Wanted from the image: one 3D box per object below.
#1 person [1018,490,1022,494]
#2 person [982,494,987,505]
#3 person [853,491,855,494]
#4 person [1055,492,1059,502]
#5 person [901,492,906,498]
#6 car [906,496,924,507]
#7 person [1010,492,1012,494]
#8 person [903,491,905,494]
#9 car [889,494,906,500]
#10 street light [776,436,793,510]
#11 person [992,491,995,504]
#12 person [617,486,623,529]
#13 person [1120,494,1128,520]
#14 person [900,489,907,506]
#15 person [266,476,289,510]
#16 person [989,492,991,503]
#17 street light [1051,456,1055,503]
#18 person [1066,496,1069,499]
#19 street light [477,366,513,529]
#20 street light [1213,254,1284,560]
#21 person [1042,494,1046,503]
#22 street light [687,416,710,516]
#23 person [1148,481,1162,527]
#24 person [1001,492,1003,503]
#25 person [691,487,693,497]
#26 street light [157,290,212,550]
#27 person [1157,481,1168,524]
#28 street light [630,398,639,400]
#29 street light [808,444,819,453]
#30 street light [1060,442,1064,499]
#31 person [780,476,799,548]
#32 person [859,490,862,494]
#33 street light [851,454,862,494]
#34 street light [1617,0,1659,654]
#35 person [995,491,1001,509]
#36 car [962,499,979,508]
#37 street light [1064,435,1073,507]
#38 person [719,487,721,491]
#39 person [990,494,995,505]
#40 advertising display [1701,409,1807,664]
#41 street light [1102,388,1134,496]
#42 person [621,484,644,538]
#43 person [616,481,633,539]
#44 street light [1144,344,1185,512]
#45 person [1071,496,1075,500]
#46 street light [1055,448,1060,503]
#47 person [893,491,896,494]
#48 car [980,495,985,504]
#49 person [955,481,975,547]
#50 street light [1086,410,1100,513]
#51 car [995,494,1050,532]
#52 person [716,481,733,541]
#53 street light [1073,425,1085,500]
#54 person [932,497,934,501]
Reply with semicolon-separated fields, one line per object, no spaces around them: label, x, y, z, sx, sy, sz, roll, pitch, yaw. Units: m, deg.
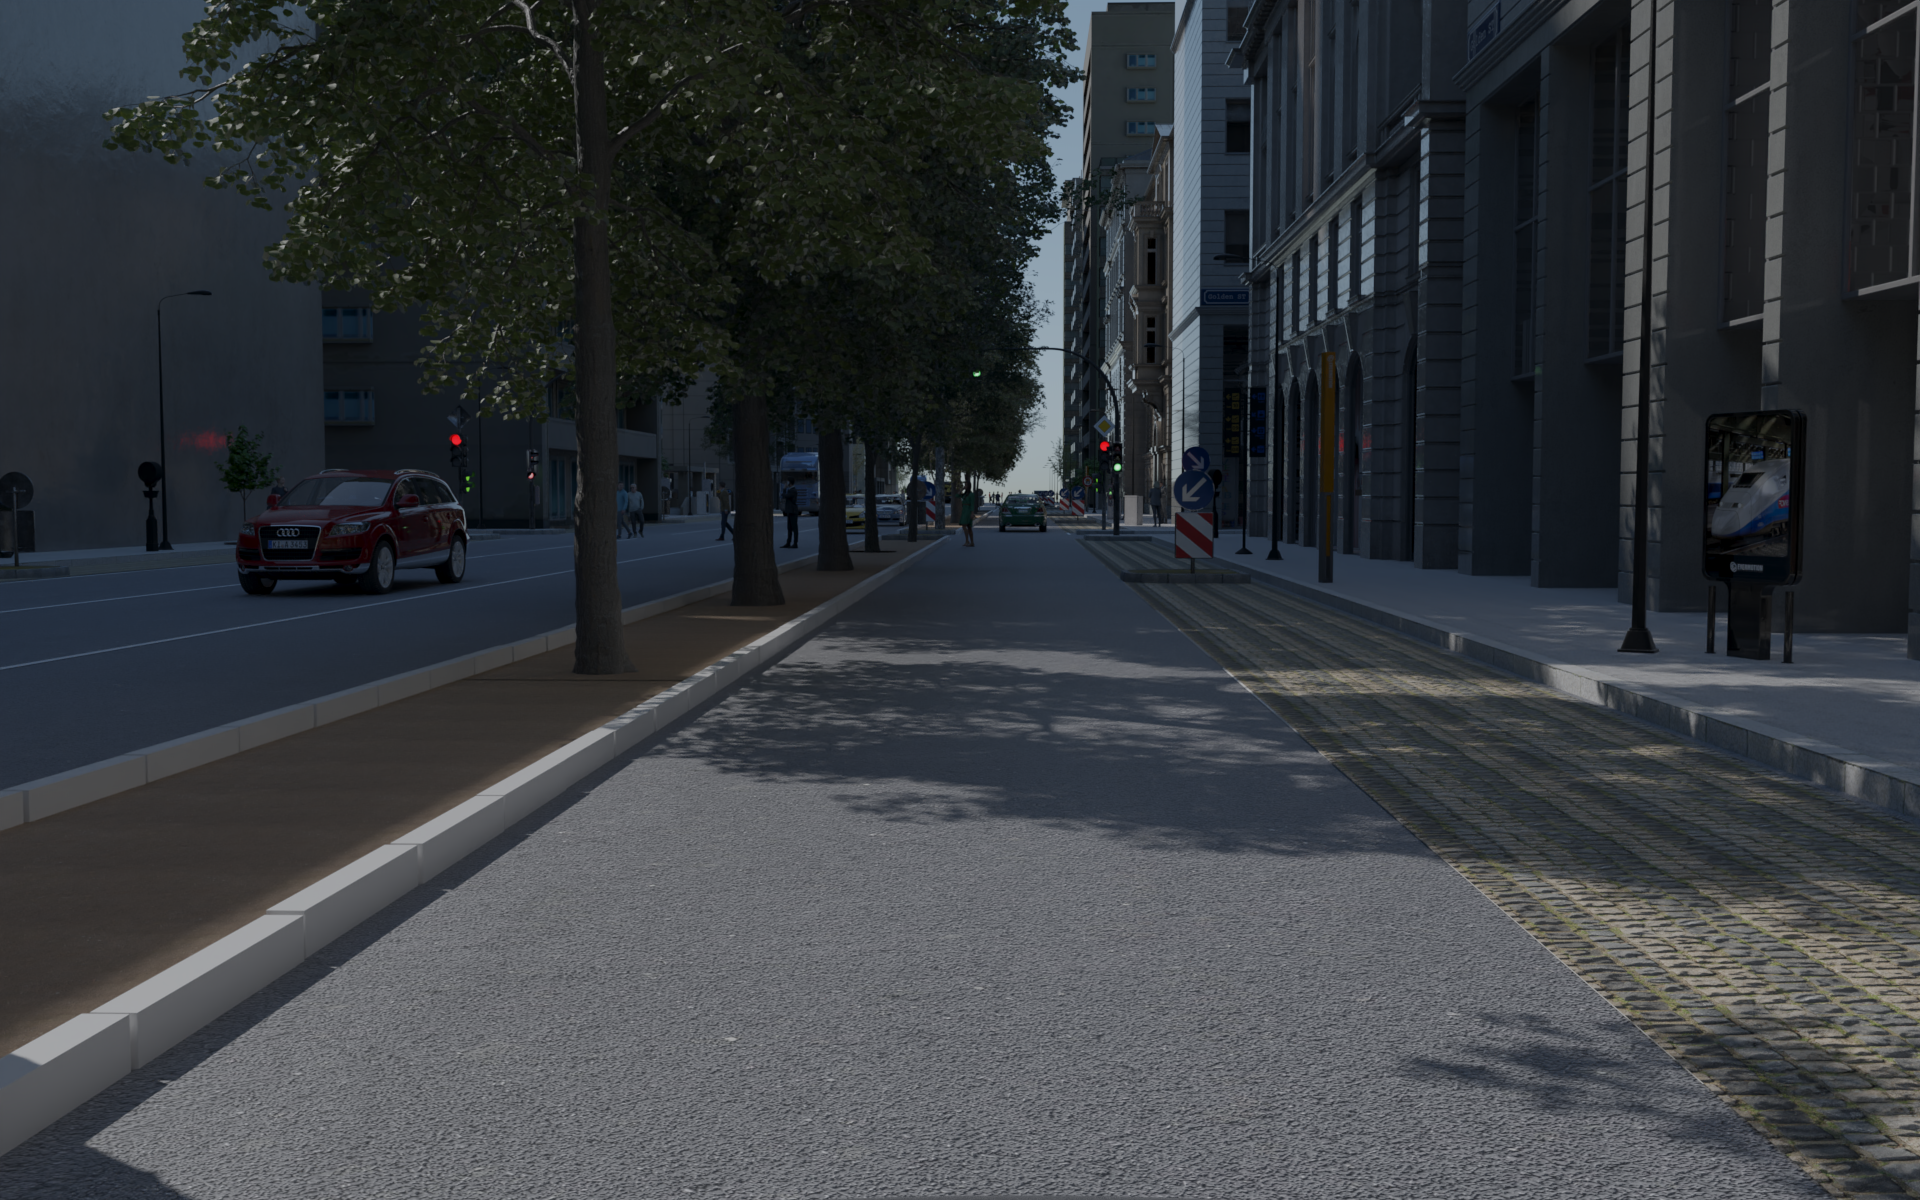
person;4.667;-7.706;134.774;0.678;1.792;0.850;-1;4;-8
person;3.108;-13.162;226.881;0.799;1.438;0.628;-2;4;-27
person;-10.649;-10.037;173.326;1.217;1.743;0.721;-1;4;-19
person;15.902;-16.912;283.290;1.217;1.736;0.721;2;4;26
person;-5.318;-9.312;161.426;0.721;1.739;1.217;-3;5;-40
car;-4.213;-8.898;158.069;1.945;1.354;3.894;0;4;3
person;5.918;-11.635;199.647;0.541;1.710;0.530;0;4;4
person;-9.471;-17.418;290.821;1.348;1.824;0.705;0;4;-4
car;-5.690;-8.597;150.787;2.015;1.641;3.980;0;4;3
street light;-14.186;-10.222;139.664;1.470;5.913;1.316;0;4;2
person;5.030;-15.205;257.126;0.705;1.821;1.348;-3;4;-38
person;-13.762;-3.764;70.212;0.590;1.801;0.661;-3;5;-40
person;8.153;-4.563;84.924;0.640;1.303;0.475;1;4;9
person;-4.202;-7.271;127.732;0.694;1.780;0.624;3;5;40
person;-18.468;-2.477;46.958;0.534;1.772;0.576;1;4;19
person;5.047;-17.361;292.283;0.705;1.831;1.348;-1;4;-15
street light;11.191;-13.472;192.802;1.470;5.913;1.316;0;4;2
person;12.758;-12.290;207.128;0.705;1.807;1.348;2;4;26
street light;-16.894;-5.526;62.894;1.470;5.913;1.316;0;4;2
street light;5.593;-3.736;33.619;1.470;5.913;1.316;0;4;2
person;11.036;-13.389;227.862;0.683;1.767;0.568;1;4;18
street light;-15.540;-7.981;103.024;1.470;5.913;1.316;0;4;2
person;7.600;-3.749;67.523;0.537;1.800;0.526;0;4;-3
person;7.030;-17.367;293.164;0.721;1.743;1.217;1;4;18
person;-20.105;-7.506;129.037;0.793;1.790;0.793;-1;4;-19
street light;-17.705;-4.099;39.566;1.470;5.913;1.316;0;4;2
person;8.681;-4.200;74.524;0.447;1.846;0.655;-1;4;-21
street light;-16.107;-6.769;83.218;1.470;5.913;1.316;0;4;2
street light;-13.483;-11.479;160.218;1.470;5.913;1.316;0;4;2
street light;9.788;-11.038;153.013;1.470;5.913;1.316;0;4;2
person;-4.500;-2.315;45.705;0.474;1.900;0.648;-1;4;-13
person;-8.848;-8.927;154.469;0.705;1.823;1.348;1;4;9
street light;-12.031;-13.909;199.958;1.470;5.913;1.316;0;4;2
street light;4.984;-2.533;13.953;1.470;5.913;1.316;0;4;2
person;3.659;-9.641;167.051;0.541;1.710;0.530;1;4;16
car;1.098;-10.808;185.505;1.959;1.807;4.718;0;4;4
street light;9.155;-10.014;136.277;1.470;5.913;1.316;0;4;2
person;-18.111;-7.628;130.621;0.638;1.841;0.748;-3;4;-36
person;4.380;-13.524;232.801;0.799;1.438;0.628;-1;4;-8
advertising display;6.166;-0.506;13.490;0.123;1.923;0.974;-1;4;-16
street light;7.037;-6.312;75.743;1.470;5.913;1.316;0;4;2
person;-10.754;-2.926;56.819;0.782;1.767;0.515;-1;4;-15
person;-10.670;-2.844;54.865;0.748;1.841;0.638;-2;4;-29
street light;6.360;-4.955;53.559;1.470;5.913;1.316;0;4;2
person;10.908;-9.758;166.269;0.721;1.739;1.217;-1;4;-17
street light;10.495;-12.266;173.088;1.470;5.913;1.316;0;4;2
person;-7.783;-12.077;206.409;0.683;1.767;0.568;1;4;20
car;2.553;-14.361;247.160;2.083;1.381;4.827;0;4;2
person;0.228;-2.345;47.086;0.529;1.795;0.600;-3;5;-43
street light;7.823;-7.515;95.404;1.470;5.913;1.316;0;4;2
car;2.413;-3.360;66.741;2.131;1.459;4.920;0;4;2
person;-7.228;-2.754;53.438;0.836;1.842;0.656;-3;4;-36
street light;8.509;-8.809;116.566;1.470;5.913;1.316;0;4;2
person;-2.769;-10.057;176.191;0.557;1.426;1.065;3;5;45
